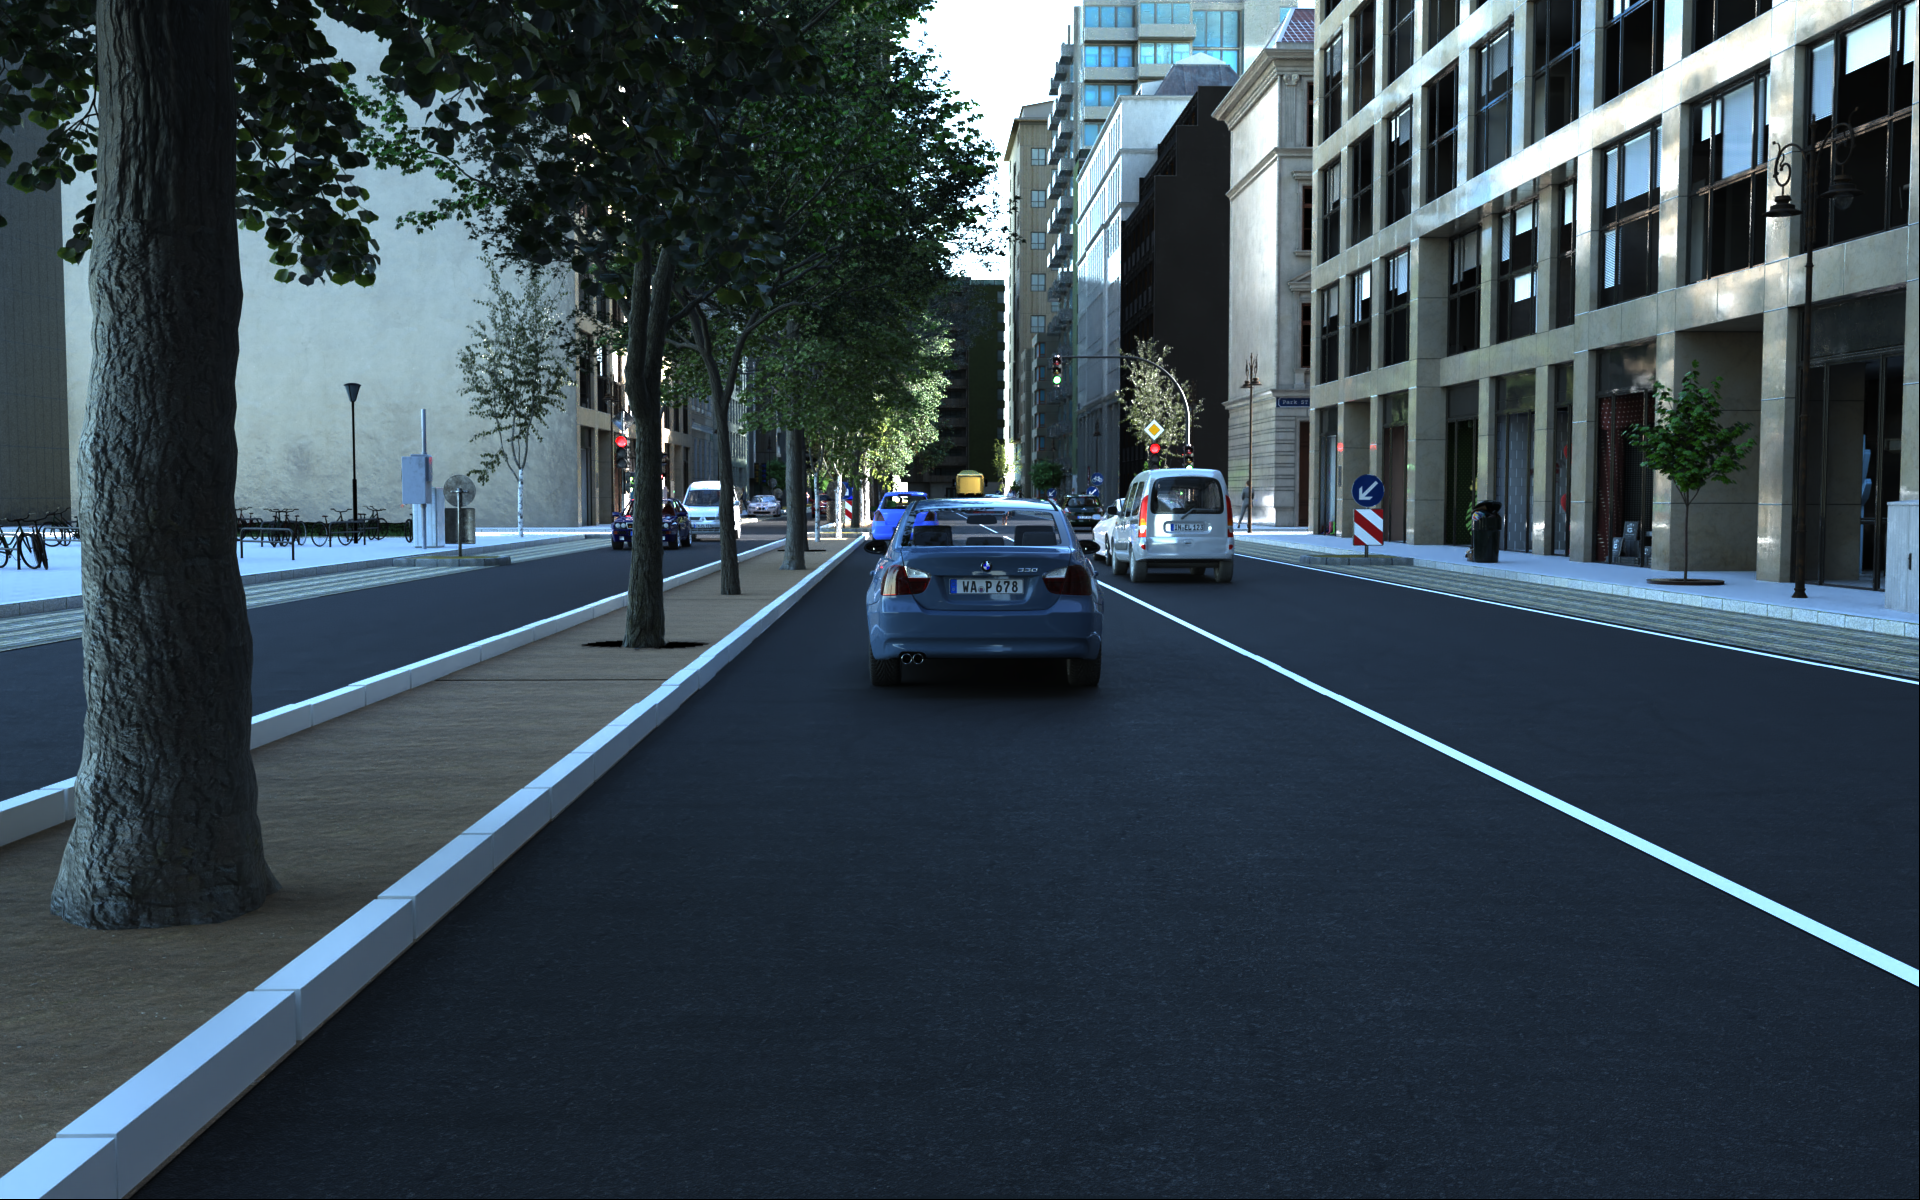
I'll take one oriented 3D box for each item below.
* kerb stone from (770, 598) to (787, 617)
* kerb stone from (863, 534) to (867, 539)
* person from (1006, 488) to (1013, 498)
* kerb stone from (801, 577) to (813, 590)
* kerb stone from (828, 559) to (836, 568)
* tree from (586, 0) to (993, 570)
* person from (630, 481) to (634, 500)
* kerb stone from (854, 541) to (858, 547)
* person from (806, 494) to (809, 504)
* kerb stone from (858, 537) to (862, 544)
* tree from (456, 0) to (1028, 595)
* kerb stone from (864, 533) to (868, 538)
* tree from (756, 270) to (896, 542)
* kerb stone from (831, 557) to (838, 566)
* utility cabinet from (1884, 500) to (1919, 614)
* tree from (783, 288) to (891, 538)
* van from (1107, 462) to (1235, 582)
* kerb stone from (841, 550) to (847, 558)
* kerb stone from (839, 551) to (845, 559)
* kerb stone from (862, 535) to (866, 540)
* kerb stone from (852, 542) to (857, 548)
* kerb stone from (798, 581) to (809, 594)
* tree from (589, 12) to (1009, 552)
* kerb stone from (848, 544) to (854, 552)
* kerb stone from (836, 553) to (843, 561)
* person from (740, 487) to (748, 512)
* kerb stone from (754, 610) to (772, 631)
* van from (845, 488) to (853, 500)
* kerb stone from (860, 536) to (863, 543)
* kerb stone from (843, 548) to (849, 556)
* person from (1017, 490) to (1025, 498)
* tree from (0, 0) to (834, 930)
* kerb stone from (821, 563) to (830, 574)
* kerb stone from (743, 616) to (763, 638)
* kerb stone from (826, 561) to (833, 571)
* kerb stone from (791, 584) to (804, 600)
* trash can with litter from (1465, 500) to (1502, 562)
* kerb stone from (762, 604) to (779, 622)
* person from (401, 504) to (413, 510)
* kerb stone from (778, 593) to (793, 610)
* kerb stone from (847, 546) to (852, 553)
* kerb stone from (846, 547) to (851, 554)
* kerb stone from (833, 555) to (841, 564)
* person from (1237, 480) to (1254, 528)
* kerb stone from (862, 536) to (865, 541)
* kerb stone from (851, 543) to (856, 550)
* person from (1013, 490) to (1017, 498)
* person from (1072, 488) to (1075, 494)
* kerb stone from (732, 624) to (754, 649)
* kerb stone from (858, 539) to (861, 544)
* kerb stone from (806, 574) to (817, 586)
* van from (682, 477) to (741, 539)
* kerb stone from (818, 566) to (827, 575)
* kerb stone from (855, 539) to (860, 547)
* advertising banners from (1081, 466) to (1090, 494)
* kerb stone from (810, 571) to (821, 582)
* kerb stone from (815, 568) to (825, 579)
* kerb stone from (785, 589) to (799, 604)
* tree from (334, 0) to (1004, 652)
[{"bbox_3d":[-2.165,0.112,20.369,0.120,0.150,1.000,0,4,-1],"label":"kerb stone"},{"bbox_3d":[-2.959,-1.829,52.101,0.120,0.150,1.000,0,4,-1],"label":"kerb stone"},{"bbox_3d":[2.986,-5.801,103.573,0.478,1.798,0.641,0,4,-3],"label":"person"},{"bbox_3d":[-2.294,-0.199,25.499,0.120,0.150,1.000,0,4,-1],"label":"kerb stone"},{"bbox_3d":[-2.471,-0.635,32.659,0.120,0.150,1.000,0,4,-1],"label":"kerb stone"},{"bbox_3d":[-3.242,-6.860,32.743,7.486,12.596,7.792,0,3,0],"label":"tree"},{"bbox_3d":[-13.132,-3.921,70.166,0.620,1.820,0.660,-1,4,-18],"label":"person"},{"bbox_3d":[-2.778,-1.388,44.936,0.120,0.150,1.000,0,4,-1],"label":"kerb stone"},{"bbox_3d":[-19.437,-12.827,219.151,0.436,1.711,0.756,-3,5,-42],"label":"person"},{"bbox_3d":[-2.851,-1.577,48.001,0.120,0.150,1.000,0,4,-1],"label":"kerb stone"},{"bbox_3d":[-3.237,-5.365,24.595,8.767,10.594,7.601,0,4,-1],"label":"tree"},{"bbox_3d":[-2.974,-1.892,53.137,0.120,0.150,1.000,0,4,-1],"label":"kerb stone"},{"bbox_3d":[-4.197,-6.013,51.132,4.737,8.622,4.395,0,3,0],"label":"tree"},{"bbox_3d":[-2.499,-0.702,33.680,0.120,0.150,1.000,0,4,-1],"label":"kerb stone"},{"bbox_3d":[10.428,-0.472,18.882,0.306,1.237,1.020,1,4,8],"label":"utility cabinet"},{"bbox_3d":[-3.934,-6.297,55.779,4.360,8.622,3.978,0,3,0],"label":"tree"},{"bbox_3d":[3.574,-1.378,29.549,2.013,2.044,4.112,0,4,-1],"label":"van"},{"bbox_3d":[-2.598,-0.953,37.779,0.120,0.150,1.000,0,4,-1],"label":"kerb stone"},{"bbox_3d":[-2.573,-0.891,36.758,0.120,0.150,1.000,0,4,-1],"label":"kerb stone"},{"bbox_3d":[-2.926,-1.767,51.080,0.120,0.150,1.000,0,4,-1],"label":"kerb stone"},{"bbox_3d":[-2.753,-1.328,43.914,0.120,0.150,1.000,0,4,-1],"label":"kerb stone"},{"bbox_3d":[-2.267,-0.133,24.475,0.120,0.150,1.000,0,4,-1],"label":"kerb stone"},{"bbox_3d":[-3.902,-7.933,42.530,12.009,13.543,11.850,0,3,0],"label":"tree"},{"bbox_3d":[-2.693,-1.201,41.870,0.120,0.150,1.000,0,4,-1],"label":"kerb stone"},{"bbox_3d":[-2.550,-0.825,35.733,0.120,0.150,1.000,0,4,-1],"label":"kerb stone"},{"bbox_3d":[-15.207,-7.093,122.196,0.709,1.800,0.728,2,4,29],"label":"person"},{"bbox_3d":[-2.114,0.238,18.322,0.120,0.150,1.000,0,4,-1],"label":"kerb stone"},{"bbox_3d":[-10.185,-9.533,160.242,2.240,2.365,5.245,0,4,0],"label":"van"},{"bbox_3d":[-2.879,-1.641,49.024,0.120,0.150,1.000,0,4,-1],"label":"kerb stone"},{"bbox_3d":[-2.623,-1.016,38.805,0.120,0.150,1.000,0,4,-1],"label":"kerb stone"},{"bbox_3d":[7.095,-11.997,202.908,1.217,1.735,0.721,-3,4,-37],"label":"person"},{"bbox_3d":[-2.772,-5.906,5.676,9.857,13.997,8.962,0,3,0],"label":"tree"},{"bbox_3d":[-2.421,-0.515,30.613,0.120,0.150,1.000,0,4,-1],"label":"kerb stone"},{"bbox_3d":[-2.093,0.300,17.291,0.120,0.150,1.000,0,4,-1],"label":"kerb stone"},{"bbox_3d":[-2.446,-0.577,31.637,0.120,0.150,1.000,0,4,-1],"label":"kerb stone"},{"bbox_3d":[-2.236,-0.076,23.443,0.120,0.150,1.000,0,4,-1],"label":"kerb stone"},{"bbox_3d":[9.793,-1.301,32.651,0.624,1.170,1.055,0,4,-4],"label":"trash can with litter"},{"bbox_3d":[-2.146,0.174,19.343,0.120,0.150,1.000,0,4,-1],"label":"kerb stone"},{"bbox_3d":[-17.287,-2.981,55.049,0.850,1.792,0.678,1,4,13],"label":"person"},{"bbox_3d":[-2.190,0.049,21.395,0.120,0.150,1.000,0,4,-1],"label":"kerb stone"},{"bbox_3d":[-2.675,-1.135,40.848,0.120,0.150,1.000,0,4,-1],"label":"kerb stone"},{"bbox_3d":[-2.647,-1.078,39.826,0.120,0.150,1.000,0,4,-1],"label":"kerb stone"},{"bbox_3d":[-2.520,-0.765,34.709,0.120,0.150,1.000,0,4,-1],"label":"kerb stone"},{"bbox_3d":[10.733,-3.590,65.012,0.520,1.790,0.573,-1,4,-21],"label":"person"},{"bbox_3d":[-2.898,-1.704,50.057,0.120,0.150,1.000,0,4,-1],"label":"kerb stone"},{"bbox_3d":[-2.722,-1.265,42.891,0.120,0.150,1.000,0,4,-1],"label":"kerb stone"},{"bbox_3d":[6.101,-11.310,191.632,0.621,1.740,0.551,-1,4,-17],"label":"person"},{"bbox_3d":[8.143,-7.327,126.517,0.598,1.740,0.731,0,4,-4],"label":"person"},{"bbox_3d":[-2.061,0.363,16.258,0.120,0.150,1.000,0,4,-1],"label":"kerb stone"},{"bbox_3d":[-2.822,-1.512,46.979,0.120,0.150,1.000,0,4,-1],"label":"kerb stone"},{"bbox_3d":[-2.322,-0.264,26.520,0.120,0.150,1.000,0,4,-1],"label":"kerb stone"},{"bbox_3d":[-7.821,-2.880,54.092,2.013,2.044,4.112,0,4,-2],"label":"van"},{"bbox_3d":[-2.394,-0.447,29.588,0.120,0.150,1.000,0,4,-1],"label":"kerb stone"},{"bbox_3d":[-2.803,-1.453,45.957,0.120,0.150,1.000,0,4,-1],"label":"kerb stone"},{"bbox_3d":[7.885,-6.887,108.794,0.090,3.025,2.074,-1,4,-9],"label":"advertising banners"},{"bbox_3d":[-2.347,-0.327,27.544,0.120,0.150,1.000,0,4,-1],"label":"kerb stone"},{"bbox_3d":[-2.363,-0.390,28.566,0.120,0.150,1.000,0,4,-1],"label":"kerb stone"},{"bbox_3d":[-2.217,-0.010,22.417,0.120,0.150,1.000,0,4,-1],"label":"kerb stone"},{"bbox_3d":[-2.830,-5.352,15.722,9.928,11.665,9.643,0,3,0],"label":"tree"}]
